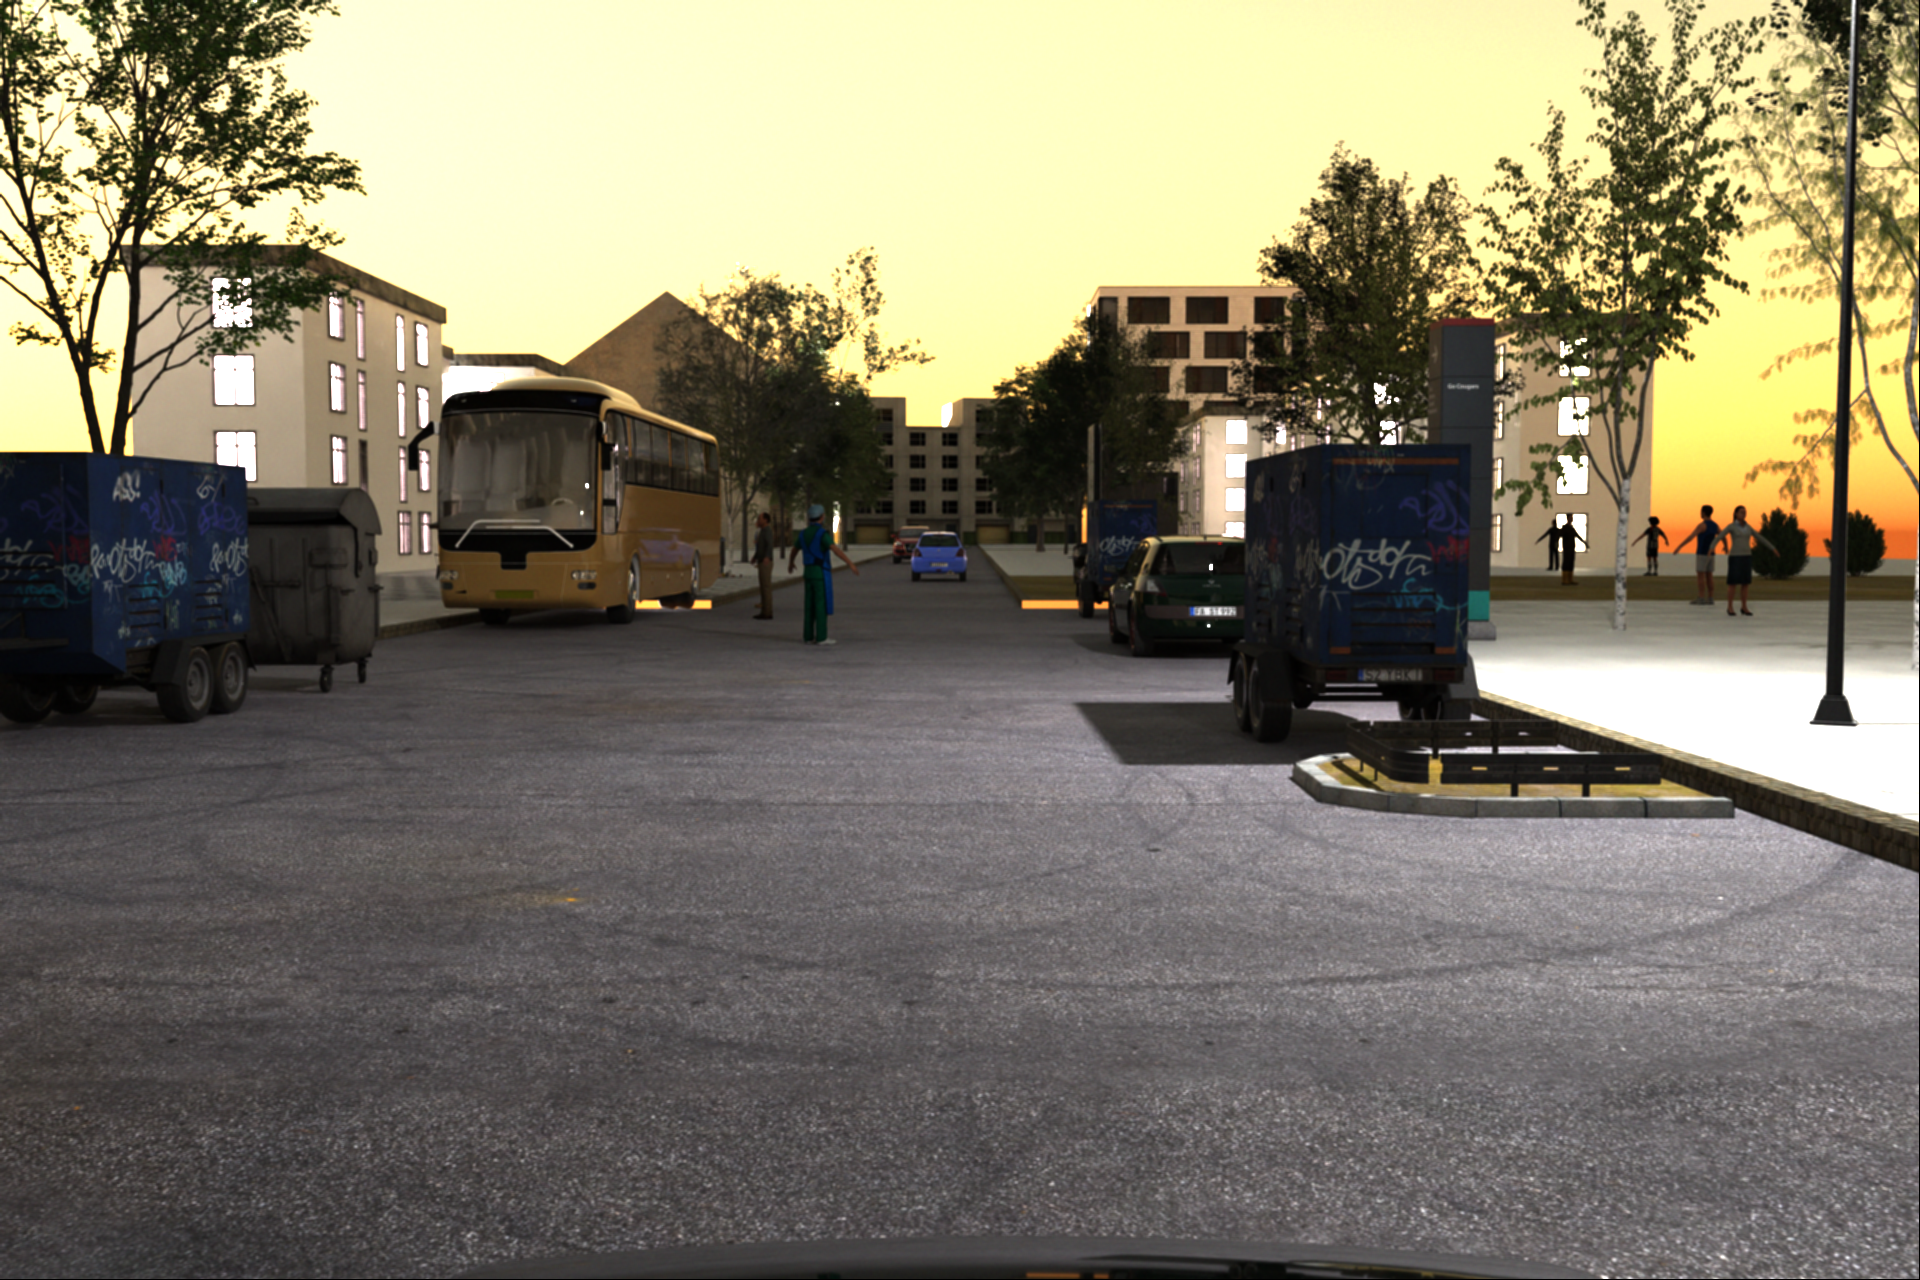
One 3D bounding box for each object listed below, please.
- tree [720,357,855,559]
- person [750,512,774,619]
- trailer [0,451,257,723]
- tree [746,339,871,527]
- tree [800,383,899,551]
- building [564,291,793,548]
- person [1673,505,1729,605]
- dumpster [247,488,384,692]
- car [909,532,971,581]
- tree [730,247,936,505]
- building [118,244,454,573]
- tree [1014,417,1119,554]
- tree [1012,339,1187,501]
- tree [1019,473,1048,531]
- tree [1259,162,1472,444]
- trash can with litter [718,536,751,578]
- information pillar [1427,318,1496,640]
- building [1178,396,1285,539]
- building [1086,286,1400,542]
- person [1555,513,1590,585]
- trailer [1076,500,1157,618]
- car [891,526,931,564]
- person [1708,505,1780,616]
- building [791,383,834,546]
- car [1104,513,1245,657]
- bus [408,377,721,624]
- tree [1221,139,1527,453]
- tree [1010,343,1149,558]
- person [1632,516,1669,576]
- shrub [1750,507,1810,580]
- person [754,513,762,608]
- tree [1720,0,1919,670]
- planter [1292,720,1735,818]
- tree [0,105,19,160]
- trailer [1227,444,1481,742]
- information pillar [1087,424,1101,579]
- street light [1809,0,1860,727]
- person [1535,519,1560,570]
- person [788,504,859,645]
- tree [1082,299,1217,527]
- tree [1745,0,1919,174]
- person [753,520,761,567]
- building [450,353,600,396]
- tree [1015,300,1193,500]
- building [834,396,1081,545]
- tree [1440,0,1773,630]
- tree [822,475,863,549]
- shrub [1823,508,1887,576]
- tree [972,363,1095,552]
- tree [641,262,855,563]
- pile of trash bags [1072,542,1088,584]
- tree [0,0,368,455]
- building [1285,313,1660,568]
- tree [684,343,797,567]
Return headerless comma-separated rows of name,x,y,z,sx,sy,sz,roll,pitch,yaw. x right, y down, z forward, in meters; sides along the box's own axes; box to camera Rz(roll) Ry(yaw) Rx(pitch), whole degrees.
tree,-9.068,-9.536,90.322,8.767,10.594,7.601,2,4,28
person,-3.315,-1.253,29.220,0.705,1.796,1.348,-1,4,-16
trailer,-6.499,-0.348,12.739,1.471,1.999,3.904,0,3,0
tree,-8.826,-11.159,100.580,7.486,12.596,7.792,0,3,0
tree,-8.336,-12.866,128.484,7.486,12.596,7.792,0,3,0
building,-26.347,-20.493,165.983,19.493,23.208,18.063,0,4,1
person,13.555,-1.552,31.539,1.345,1.807,0.704,-2,4,-26
dumpster,-6.446,-0.482,16.092,1.865,1.857,1.264,0,3,0
car,-0.636,-2.698,53.706,1.945,1.707,3.694,0,4,0
tree,-8.318,-15.759,113.546,12.611,20.169,13.585,0,3,0
building,-23.571,-7.474,64.346,9.099,9.664,28.070,0,4,0
tree,6.980,-10.695,109.282,7.601,10.594,8.767,-3,4,-36
tree,6.366,-8.912,80.121,8.767,10.594,7.601,1,4,10
tree,6.215,-11.598,139.985,4.737,8.622,4.395,0,3,0
tree,8.222,-5.110,33.914,4.737,8.622,4.395,0,3,0
trash can with litter,-6.974,-2.488,51.735,1.678,1.210,2.233,0,4,1
information pillar,6.089,-1.942,21.132,0.750,3.857,0.750,0,4,1
building,20.505,-10.514,114.048,9.099,9.664,28.070,0,4,0
building,25.432,-19.278,159.171,27.936,21.610,32.646,0,4,0
person,15.410,-2.301,43.756,1.346,1.812,0.704,-3,4,-36
trailer,2.786,-1.440,30.601,1.471,1.999,3.904,0,4,0
car,-2.228,-4.681,85.215,2.281,1.827,5.304,0,3,0
person,12.330,-1.251,27.289,1.217,1.735,0.721,-1,4,-9
building,-24.219,-20.627,203.709,16.747,18.905,31.486,0,4,-1
car,2.840,-0.719,21.551,2.009,1.686,4.222,0,4,0
bus,-6.401,-2.403,30.844,2.896,3.916,12.252,0,4,1
tree,9.799,-6.556,41.607,7.601,10.594,8.767,0,4,5
tree,6.377,-10.169,92.022,9.928,11.665,9.643,0,3,0
person,21.360,-2.894,53.465,1.345,1.843,0.704,-1,4,-18
shrub,23.035,-2.734,48.740,1.661,2.075,1.752,0,3,0
person,-3.856,-1.558,33.791,0.705,1.847,1.347,-1,4,-10
tree,8.953,-4.008,15.894,4.360,8.622,3.978,0,3,0
planter,2.935,0.697,9.747,1.991,0.319,1.994,0,4,1
tree,-12.270,-4.124,17.783,4.737,8.622,4.395,0,3,0
trailer,2.731,-0.360,12.939,1.471,1.999,3.904,0,4,-1
information pillar,2.924,-2.838,37.711,0.184,3.620,1.656,0,3,0
street light,6.447,-2.384,11.521,1.470,5.913,1.316,0,3,0
person,21.061,-3.376,61.430,1.346,1.802,0.704,-1,4,-13
person,-1.840,-0.854,22.549,1.347,1.817,0.704,3,5,45
tree,5.629,-6.368,54.477,4.360,8.622,3.978,0,3,0
tree,24.759,-11.210,39.171,12.611,20.169,13.585,0,3,0
person,-7.780,-3.722,66.707,0.705,1.847,1.347,-1,4,-12
building,-24.189,-9.325,94.616,9.099,9.664,28.070,0,3,0
tree,5.740,-8.291,69.966,7.601,10.594,8.767,-1,4,-12
building,-1.000,-22.132,230.768,31.486,18.905,16.747,-1,4,-9
tree,8.833,-4.457,23.237,4.737,8.622,4.395,0,3,0
tree,-9.503,-11.343,135.820,4.360,8.622,3.978,0,3,0
shrub,27.213,-2.972,52.641,1.661,2.075,1.752,0,3,0
tree,5.770,-13.406,125.839,9.857,13.997,8.962,0,3,0
tree,-9.586,-10.217,77.419,12.009,13.543,11.850,0,3,0
pile of trash bags,3.860,-2.152,44.933,1.912,1.369,3.447,0,4,1
tree,-12.986,-6.139,26.130,9.928,11.665,9.643,0,3,0
building,21.978,-8.420,79.822,9.099,9.664,28.070,0,3,0
tree,-9.092,-7.159,67.413,4.360,8.622,3.978,0,3,0
